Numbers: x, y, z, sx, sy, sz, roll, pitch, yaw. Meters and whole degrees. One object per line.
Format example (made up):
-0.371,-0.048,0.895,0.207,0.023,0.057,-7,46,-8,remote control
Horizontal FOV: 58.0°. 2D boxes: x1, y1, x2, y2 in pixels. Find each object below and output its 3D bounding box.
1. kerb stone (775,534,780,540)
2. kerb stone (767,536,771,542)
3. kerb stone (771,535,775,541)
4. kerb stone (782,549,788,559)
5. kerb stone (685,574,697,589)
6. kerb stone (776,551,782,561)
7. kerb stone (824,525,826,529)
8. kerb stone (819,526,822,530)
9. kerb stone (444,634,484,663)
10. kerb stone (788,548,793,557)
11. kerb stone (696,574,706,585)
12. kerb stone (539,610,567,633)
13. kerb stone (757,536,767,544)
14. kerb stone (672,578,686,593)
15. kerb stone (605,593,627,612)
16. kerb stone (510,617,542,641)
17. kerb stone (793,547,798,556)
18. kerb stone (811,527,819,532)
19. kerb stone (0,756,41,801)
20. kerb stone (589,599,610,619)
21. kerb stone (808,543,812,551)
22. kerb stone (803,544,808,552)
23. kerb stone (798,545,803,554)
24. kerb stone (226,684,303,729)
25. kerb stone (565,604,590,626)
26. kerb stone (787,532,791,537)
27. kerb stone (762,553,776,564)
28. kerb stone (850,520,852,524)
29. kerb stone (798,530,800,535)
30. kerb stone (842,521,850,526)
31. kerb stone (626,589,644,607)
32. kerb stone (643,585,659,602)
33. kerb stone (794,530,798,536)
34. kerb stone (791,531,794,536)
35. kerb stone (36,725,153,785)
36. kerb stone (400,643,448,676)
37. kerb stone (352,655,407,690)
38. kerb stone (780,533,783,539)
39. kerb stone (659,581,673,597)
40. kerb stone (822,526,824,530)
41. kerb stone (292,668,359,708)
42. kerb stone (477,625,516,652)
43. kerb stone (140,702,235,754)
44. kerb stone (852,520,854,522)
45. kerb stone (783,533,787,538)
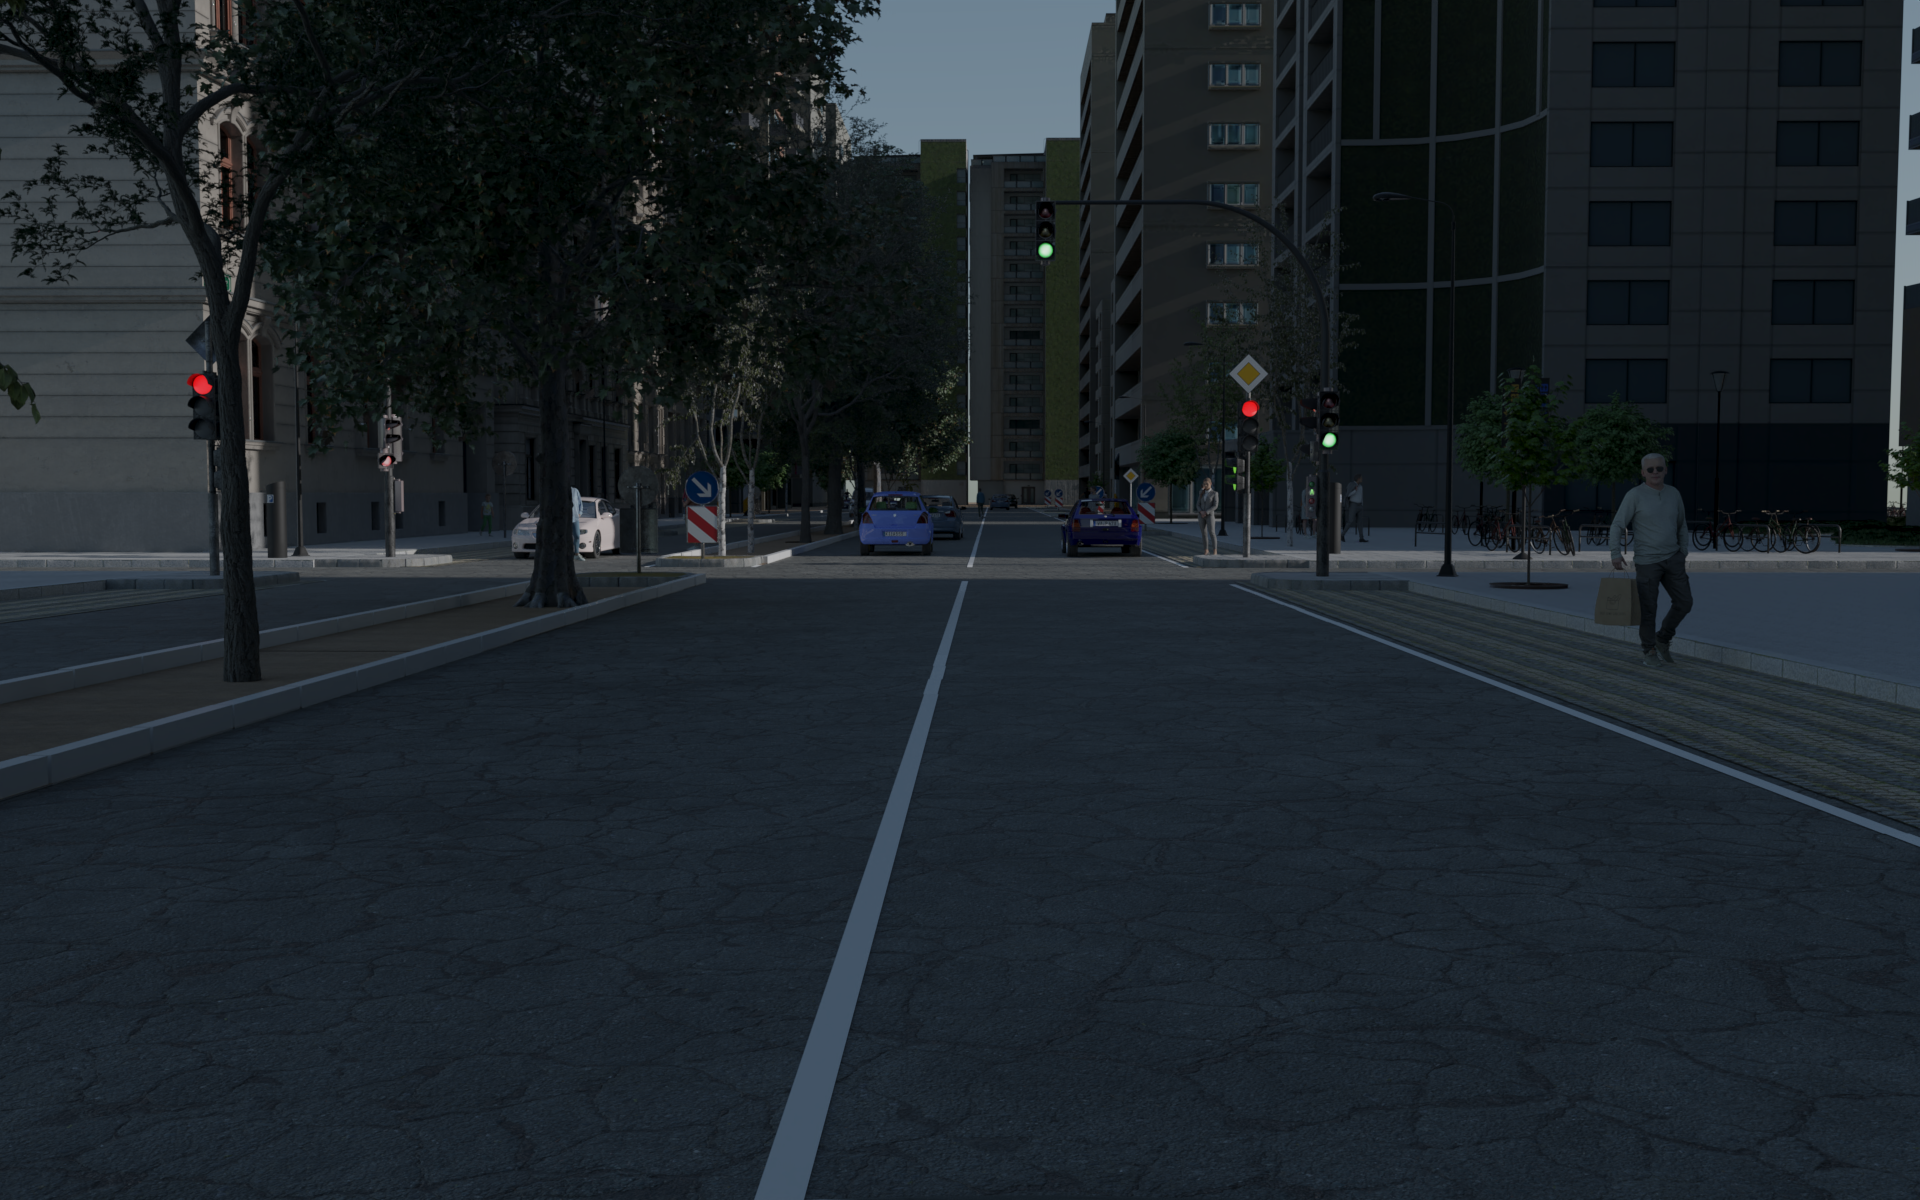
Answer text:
-5.795,-1.927,53.696,0.120,0.150,1.000,0,4,1,kerb stone
-5.832,-1.801,51.647,0.120,0.150,1.000,0,4,1,kerb stone
-5.814,-1.864,52.673,0.120,0.150,1.000,0,4,1,kerb stone
-3.982,-0.983,38.270,0.120,0.150,1.000,0,4,1,kerb stone
-4.198,-0.255,26.462,0.120,0.150,1.000,0,4,1,kerb stone
-4.000,-0.919,37.248,0.120,0.150,1.000,0,4,1,kerb stone
-5.519,-2.868,69.087,0.120,0.150,1.000,0,4,1,kerb stone
-5.556,-2.742,67.041,0.120,0.150,1.000,0,4,1,kerb stone
-4.398,0.432,15.155,0.120,0.150,1.000,0,4,1,kerb stone
-3.966,-1.046,39.296,0.120,0.150,1.000,0,4,1,kerb stone
-4.174,-0.321,27.487,0.120,0.150,1.000,0,4,1,kerb stone
-4.353,0.242,18.251,0.120,0.150,1.000,0,4,1,kerb stone
-5.855,-1.736,50.625,0.120,0.150,1.000,0,4,1,kerb stone
-4.206,-0.198,25.432,0.120,0.150,1.000,0,4,1,kerb stone
-4.296,0.053,21.336,0.120,0.150,1.000,0,4,1,kerb stone
-4.369,0.306,17.215,0.120,0.150,1.000,0,4,1,kerb stone
-3.943,-1.109,40.321,0.120,0.150,1.000,0,4,1,kerb stone
-5.570,-2.677,66.019,0.120,0.150,1.000,0,4,1,kerb stone
-4.541,0.869,7.994,0.120,0.150,1.000,0,4,1,kerb stone
-4.306,0.119,20.303,0.120,0.150,1.000,0,4,1,kerb stone
-3.883,-1.297,43.399,0.120,0.150,1.000,0,4,1,kerb stone
-3.904,-1.234,42.377,0.120,0.150,1.000,0,4,1,kerb stone
-3.928,-1.172,41.355,0.120,0.150,1.000,0,4,1,kerb stone
-4.477,0.682,11.066,0.120,0.150,1.000,0,4,1,kerb stone
-4.328,0.179,19.281,0.120,0.150,1.000,0,4,1,kerb stone
-5.747,-2.114,56.766,0.120,0.150,1.000,0,4,1,kerb stone
-4.017,-0.858,36.221,0.120,0.150,1.000,0,4,1,kerb stone
-5.302,-3.621,81.395,0.120,0.150,1.000,0,4,1,kerb stone
-5.690,-2.303,59.848,0.120,0.150,1.000,0,4,1,kerb stone
-5.313,-3.557,80.362,0.120,0.150,1.000,0,4,1,kerb stone
-4.273,-0.010,22.364,0.120,0.150,1.000,0,4,1,kerb stone
-4.253,-0.073,23.389,0.120,0.150,1.000,0,4,1,kerb stone
-5.705,-2.240,58.815,0.120,0.150,1.000,0,4,1,kerb stone
-5.726,-2.170,57.791,0.120,0.150,1.000,0,4,1,kerb stone
-4.517,0.806,9.016,0.120,0.150,1.000,0,4,1,kerb stone
-4.414,0.494,14.133,0.120,0.150,1.000,0,4,1,kerb stone
-4.434,0.558,13.109,0.120,0.150,1.000,0,4,1,kerb stone
-5.783,-1.983,54.718,0.120,0.150,1.000,0,4,1,kerb stone
-4.228,-0.131,24.410,0.120,0.150,1.000,0,4,1,kerb stone
-5.541,-2.805,68.064,0.120,0.150,1.000,0,4,1,kerb stone
-4.455,0.618,12.088,0.120,0.150,1.000,0,4,1,kerb stone
-4.375,0.368,16.181,0.120,0.150,1.000,0,4,1,kerb stone
-4.497,0.743,10.044,0.120,0.150,1.000,0,4,1,kerb stone
-5.278,-3.679,82.422,0.120,0.150,1.000,0,4,1,kerb stone
-5.763,-2.052,55.740,0.120,0.150,1.000,0,4,1,kerb stone
